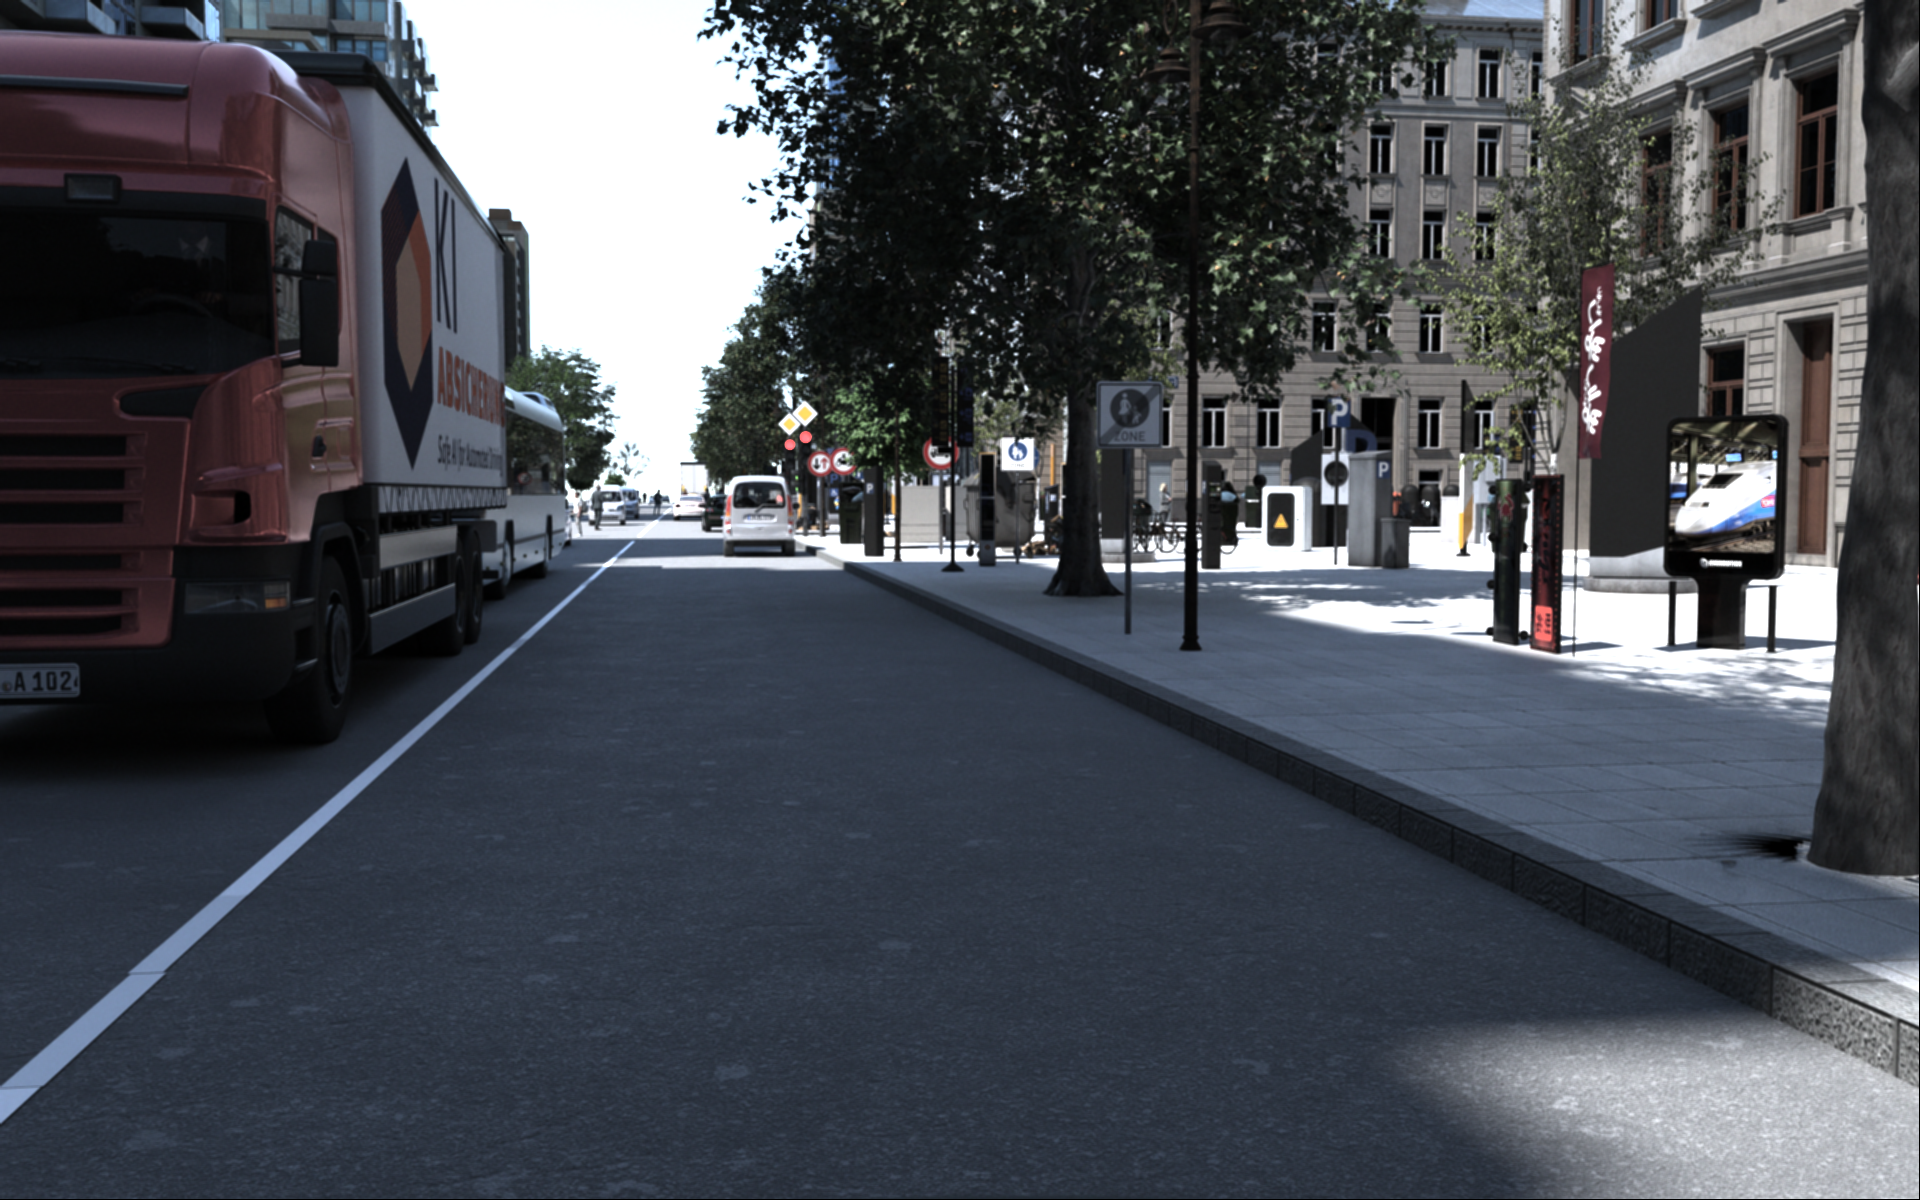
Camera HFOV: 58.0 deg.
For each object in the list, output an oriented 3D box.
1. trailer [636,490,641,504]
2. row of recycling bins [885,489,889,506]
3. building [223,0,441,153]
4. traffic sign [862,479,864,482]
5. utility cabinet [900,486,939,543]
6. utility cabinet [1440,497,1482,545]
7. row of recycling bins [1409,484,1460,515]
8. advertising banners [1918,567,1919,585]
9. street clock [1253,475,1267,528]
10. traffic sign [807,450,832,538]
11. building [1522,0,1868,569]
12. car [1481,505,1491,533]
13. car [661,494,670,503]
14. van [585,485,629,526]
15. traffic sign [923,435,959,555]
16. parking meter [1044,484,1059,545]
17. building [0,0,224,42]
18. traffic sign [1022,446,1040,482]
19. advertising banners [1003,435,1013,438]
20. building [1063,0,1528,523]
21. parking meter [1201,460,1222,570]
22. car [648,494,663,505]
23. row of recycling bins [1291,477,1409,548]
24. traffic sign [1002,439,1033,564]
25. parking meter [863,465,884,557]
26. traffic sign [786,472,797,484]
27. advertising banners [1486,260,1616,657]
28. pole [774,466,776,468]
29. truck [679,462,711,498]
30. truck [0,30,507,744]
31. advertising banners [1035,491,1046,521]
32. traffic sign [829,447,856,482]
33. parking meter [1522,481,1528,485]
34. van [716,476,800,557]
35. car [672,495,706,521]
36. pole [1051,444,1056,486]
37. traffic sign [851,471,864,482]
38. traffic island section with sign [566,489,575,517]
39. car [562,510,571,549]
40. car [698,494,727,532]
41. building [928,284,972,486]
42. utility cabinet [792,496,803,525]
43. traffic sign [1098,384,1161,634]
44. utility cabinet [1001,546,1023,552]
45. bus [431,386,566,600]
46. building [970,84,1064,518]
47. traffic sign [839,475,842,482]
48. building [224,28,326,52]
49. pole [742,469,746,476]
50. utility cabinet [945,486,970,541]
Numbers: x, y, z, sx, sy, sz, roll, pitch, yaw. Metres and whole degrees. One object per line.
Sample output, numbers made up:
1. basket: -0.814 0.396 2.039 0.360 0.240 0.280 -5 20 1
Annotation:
1. trailer: -45.899 -14.581 245.447 1.471 1.999 3.904 -1 4 -11
2. row of recycling bins: -3.994 -6.873 119.491 3.534 1.692 1.069 1 4 13
3. building: -62.290 -33.443 166.399 23.786 49.044 30.456 -1 4 -9
4. traffic sign: -3.565 -3.978 67.162 0.606 2.300 0.079 0 4 -1
5. utility cabinet: -1.056 -2.227 45.092 1.173 1.500 0.318 -1 4 -13
6. utility cabinet: 12.860 -2.037 44.460 0.306 1.237 1.020 -3 5 -44
7. row of recycling bins: 20.411 -4.048 73.297 3.534 1.692 1.069 2 4 26
8. advertising banners: 13.602 -1.727 24.417 2.074 3.025 0.090 -2 4 -24
9. street clock: 11.188 -3.677 64.681 0.358 2.002 0.471 -3 5 -40
10. traffic sign: -4.079 -3.093 50.683 0.768 2.556 0.104 -1 4 -8
11. building: 19.853 -11.904 30.781 11.583 22.565 21.152 -1 4 -9
12. car: 19.247 -2.925 59.616 4.920 1.459 2.131 0 4 -7
13. car: -47.268 -16.201 276.892 2.014 1.417 4.499 -1 4 -11
14. van: -16.329 -4.476 80.191 2.013 2.044 4.112 -1 4 -11
15. traffic sign: -0.397 -2.222 36.442 0.768 2.556 0.104 0 4 -4
16. parking meter: 2.286 -2.136 43.340 0.372 1.533 0.369 0 3 0
17. building: -47.525 -46.953 80.361 22.319 86.520 31.000 -1 4 -9
18. traffic sign: 1.536 -2.555 41.876 0.768 2.556 0.104 0 4 0
19. advertising banners: 0.959 -3.344 50.870 0.090 3.025 2.074 3 4 37
20. building: 18.036 -17.490 83.229 25.104 27.353 12.463 -1 4 -9
21. parking meter: 4.279 -1.454 29.484 0.255 1.863 0.399 -1 4 -9
22. car: -40.966 -13.507 232.848 2.014 1.417 4.499 -1 4 -9
23. row of recycling bins: 9.463 -2.170 42.597 3.534 1.692 1.069 -3 5 -40
24. traffic sign: 1.056 -1.812 31.752 0.606 2.300 0.079 0 4 0
25. parking meter: -1.771 -1.822 35.504 0.399 1.863 0.255 3 5 41
26. traffic sign: -9.458 -5.928 97.021 0.768 2.556 0.104 -1 4 -9
27. advertising banners: 4.768 -1.093 14.058 0.090 3.025 2.074 0 4 -7
28. pole: -13.189 -7.953 123.872 0.158 3.312 0.155 0 3 0
29. truck: -23.744 -10.174 155.265 2.839 4.237 11.283 0 4 -8
30. truck: -5.277 -1.482 13.144 2.839 4.237 11.283 -1 4 -9
31. advertising banners: 3.270 -5.304 82.901 2.074 3.025 0.090 -1 4 -12
32. traffic sign: -3.149 -2.864 46.931 0.768 2.556 0.104 0 4 -1
33. parking meter: 24.771 -4.306 76.118 0.255 1.863 0.399 0 4 0
34. van: -4.782 -2.082 41.053 2.013 2.044 4.112 0 4 -7
35. car: -14.576 -4.992 93.980 2.083 1.381 4.827 0 4 -8
36. pole: 3.805 -4.702 70.728 0.158 3.312 0.155 0 3 0
37. traffic sign: -3.463 -3.688 60.409 0.768 2.556 0.104 0 4 -2
38. traffic island section with sign: -24.603 -6.052 107.580 1.989 1.847 2.006 -1 4 -9
39. car: -11.553 -2.108 46.824 2.083 1.381 4.827 -1 4 -9
40. car: -9.056 -3.489 66.830 2.009 1.686 4.222 -1 4 -10
41. building: 5.823 -20.704 125.900 14.401 28.519 23.554 -1 4 -9
42. utility cabinet: -7.012 -3.724 72.056 1.020 1.237 0.306 -2 4 -35
43. traffic sign: 1.539 -0.837 15.813 0.606 2.300 0.079 0 4 -4
44. utility cabinet: 1.146 -1.822 38.463 0.318 1.500 1.173 1 4 12
45. bus: -7.797 -1.912 26.115 2.948 3.499 13.247 -1 4 -8
46. building: 8.355 -19.469 104.229 13.634 28.700 20.117 -1 4 -9
47. traffic sign: -7.390 -6.274 102.687 0.768 2.556 0.104 0 4 -1
48. building: -62.350 -27.356 139.151 32.217 40.220 23.993 -1 4 -9
49. pole: -13.538 -7.017 108.572 0.158 3.312 0.155 0 3 0
50. utility cabinet: 0.147 -2.360 47.263 1.173 1.500 0.318 -3 4 -37
